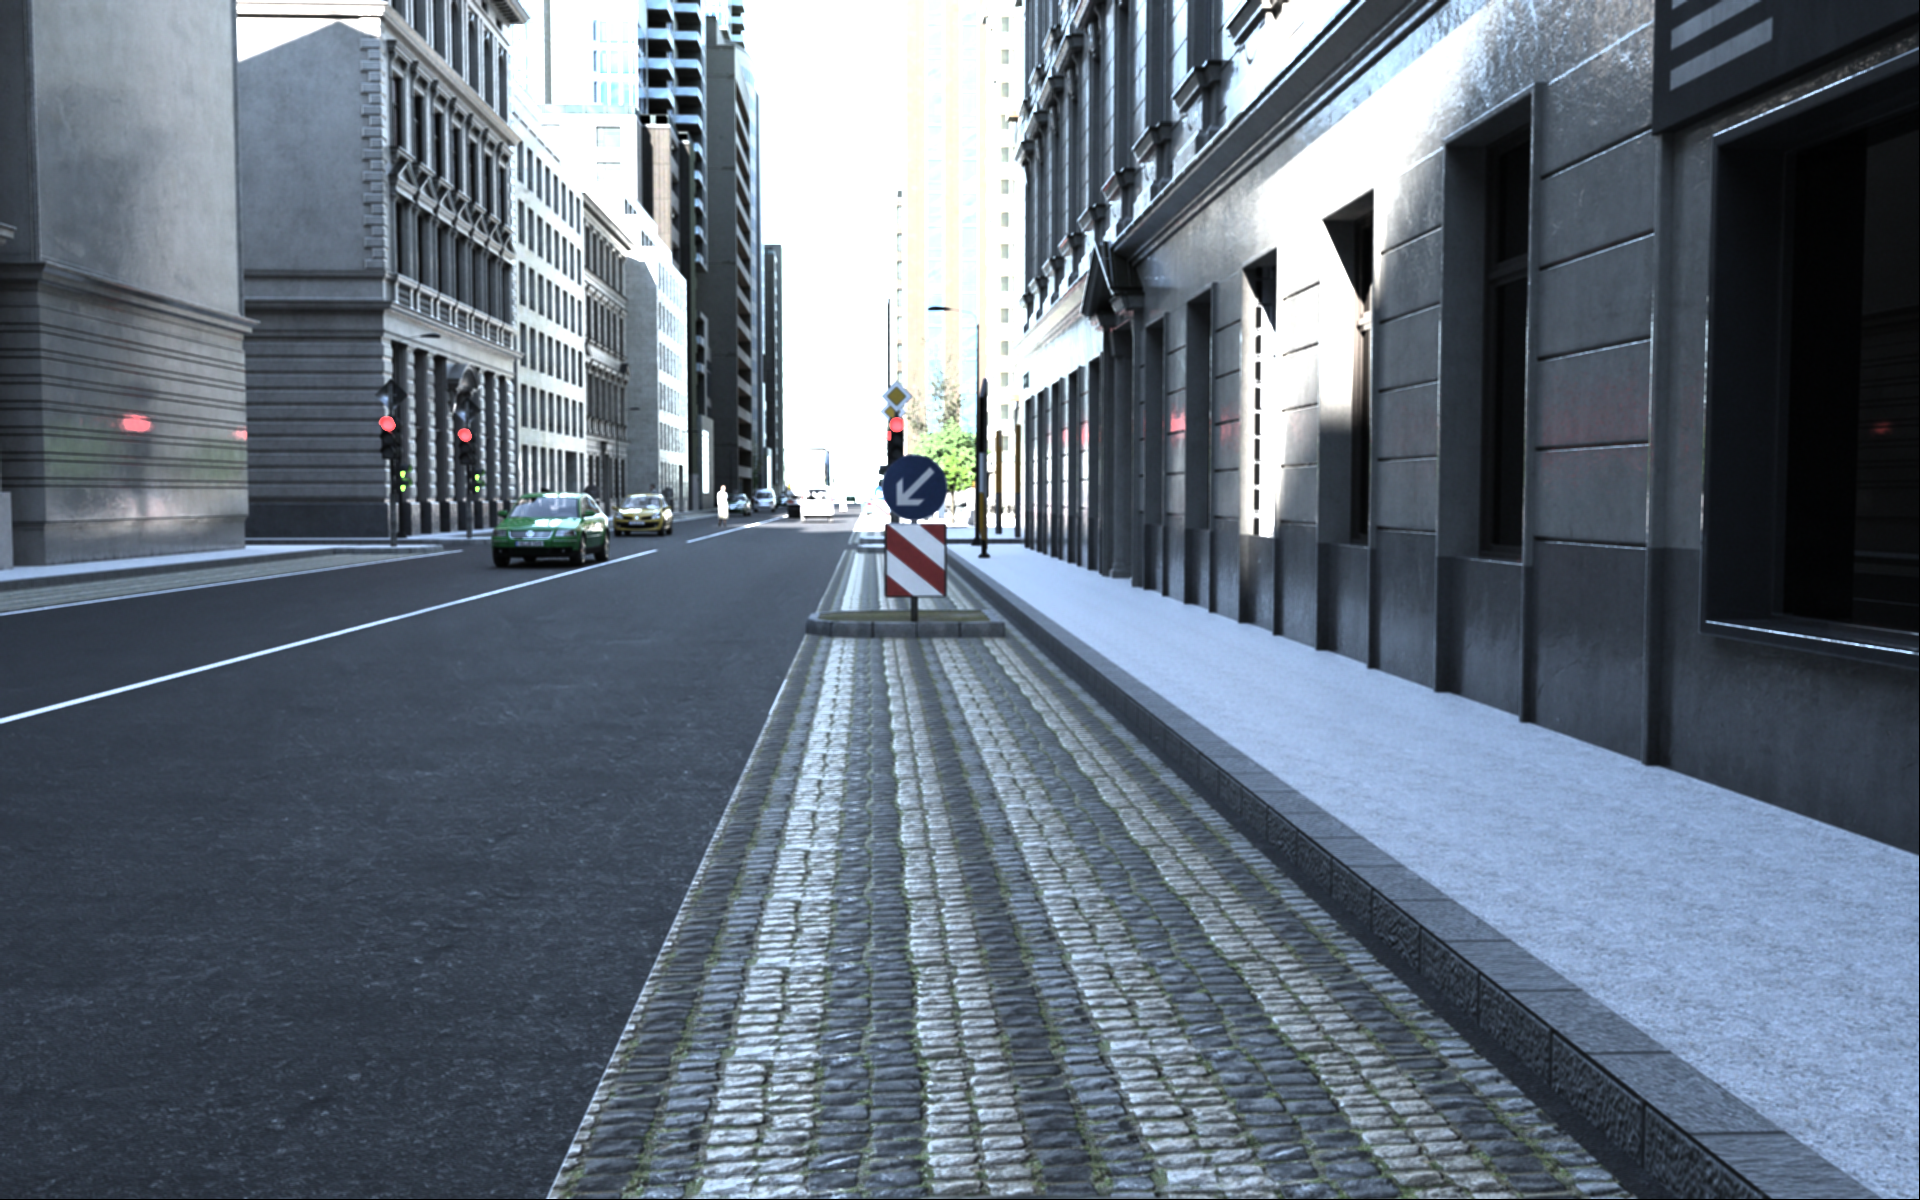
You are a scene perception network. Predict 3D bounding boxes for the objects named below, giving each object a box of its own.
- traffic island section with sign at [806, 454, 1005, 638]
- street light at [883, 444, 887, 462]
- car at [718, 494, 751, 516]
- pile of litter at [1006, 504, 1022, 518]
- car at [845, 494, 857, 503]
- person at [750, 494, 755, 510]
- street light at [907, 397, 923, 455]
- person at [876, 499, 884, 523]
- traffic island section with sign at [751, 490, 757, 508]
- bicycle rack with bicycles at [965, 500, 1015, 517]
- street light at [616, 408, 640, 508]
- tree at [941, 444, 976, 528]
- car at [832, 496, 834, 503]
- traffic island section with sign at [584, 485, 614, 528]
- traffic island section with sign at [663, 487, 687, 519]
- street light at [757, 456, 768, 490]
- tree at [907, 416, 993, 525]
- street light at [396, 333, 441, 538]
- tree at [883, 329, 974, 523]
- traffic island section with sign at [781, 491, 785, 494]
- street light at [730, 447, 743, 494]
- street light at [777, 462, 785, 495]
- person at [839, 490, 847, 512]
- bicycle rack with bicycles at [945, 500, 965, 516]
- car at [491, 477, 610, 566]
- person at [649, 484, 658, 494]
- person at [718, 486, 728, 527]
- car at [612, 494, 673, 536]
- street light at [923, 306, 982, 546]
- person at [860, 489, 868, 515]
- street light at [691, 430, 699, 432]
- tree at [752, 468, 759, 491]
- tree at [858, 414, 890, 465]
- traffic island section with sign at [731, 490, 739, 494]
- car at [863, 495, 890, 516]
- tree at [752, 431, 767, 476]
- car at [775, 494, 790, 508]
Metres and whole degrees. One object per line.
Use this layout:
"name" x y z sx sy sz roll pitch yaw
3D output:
"traffic island section with sign" -0.597 -0.578 18.079 1.989 1.847 2.006 0 4 -3
"street light" -6.068 -11.429 159.404 1.470 5.913 1.316 0 4 -3
"car" -14.669 -6.189 112.991 2.131 1.459 4.920 0 4 -2
"pile of litter" 3.045 -4.796 92.371 1.176 0.858 1.719 -1 4 -8
"car" -17.015 -15.921 269.101 1.959 1.807 4.718 0 4 -4
"person" -18.830 -8.941 157.951 1.065 1.426 0.557 -3 5 -40
"street light" -2.133 -6.699 82.066 1.470 5.913 1.316 0 4 -3
"person" -3.823 -4.591 83.903 0.444 1.785 0.601 -3 5 -42
"traffic island section with sign" -20.789 -10.310 177.189 1.989 1.847 2.006 0 4 -3
"bicycle rack with bicycles" 2.335 -5.264 99.443 2.852 0.926 2.925 -1 4 -23
"street light" -17.868 -7.373 93.086 1.470 5.913 1.316 0 4 -3
"tree" -0.335 -4.377 66.163 1.663 3.219 1.824 0 3 0
"car" -20.588 -15.943 270.254 1.945 1.707 3.694 0 4 -3
"traffic island section with sign" -15.425 -3.909 72.544 1.989 1.847 2.006 0 4 -3
"traffic island section with sign" -16.839 -5.597 100.134 1.989 1.847 2.006 0 4 -3
"street light" -23.916 -14.494 209.514 1.470 5.913 1.316 0 4 -3
"tree" -0.237 -5.471 73.164 4.285 4.588 4.351 0 3 0
"street light" -15.716 -4.750 50.204 1.470 5.913 1.316 0 4 -3
"tree" -1.179 -7.782 77.604 4.360 8.622 3.978 0 3 0
"traffic island section with sign" -23.599 -13.670 232.125 1.989 1.847 2.006 0 4 -3
"street light" -21.843 -12.029 169.214 1.470 5.913 1.316 0 4 -3
"street light" -26.070 -17.136 252.712 1.470 5.913 1.316 0 4 -3
"person" -9.300 -7.833 137.232 0.621 1.740 0.551 0 4 1
"bicycle rack with bicycles" -0.812 -5.339 100.666 2.925 0.926 2.852 -1 4 -11
"car" -8.403 -1.649 35.751 1.959 1.807 4.718 0 4 -2
"person" -11.750 -3.532 66.366 0.853 1.813 0.709 -2 4 -25
"person" -10.414 -4.107 75.877 0.478 1.798 0.641 -2 4 -25
"car" -11.025 -3.065 60.330 2.015 1.641 3.980 0 4 -4
"street light" -0.106 -4.305 42.935 1.470 5.913 1.316 0 4 -3
"person" -6.576 -6.791 120.125 0.593 1.750 0.643 -3 5 -42
"street light" -19.730 -9.415 126.474 1.470 5.913 1.316 0 4 -3
"tree" -24.110 -12.955 195.522 4.285 4.588 4.351 0 3 0
"tree" -7.279 -18.404 211.272 12.009 13.543 11.850 0 3 0
"traffic island section with sign" -19.386 -8.633 149.783 1.989 1.847 2.006 0 4 -3
"car" -5.014 -5.872 108.013 2.014 1.417 4.499 0 4 -3
"tree" -24.381 -15.322 200.883 4.360 8.622 3.978 0 3 0
"car" -18.039 -10.110 177.095 2.131 1.459 4.920 0 4 -3
